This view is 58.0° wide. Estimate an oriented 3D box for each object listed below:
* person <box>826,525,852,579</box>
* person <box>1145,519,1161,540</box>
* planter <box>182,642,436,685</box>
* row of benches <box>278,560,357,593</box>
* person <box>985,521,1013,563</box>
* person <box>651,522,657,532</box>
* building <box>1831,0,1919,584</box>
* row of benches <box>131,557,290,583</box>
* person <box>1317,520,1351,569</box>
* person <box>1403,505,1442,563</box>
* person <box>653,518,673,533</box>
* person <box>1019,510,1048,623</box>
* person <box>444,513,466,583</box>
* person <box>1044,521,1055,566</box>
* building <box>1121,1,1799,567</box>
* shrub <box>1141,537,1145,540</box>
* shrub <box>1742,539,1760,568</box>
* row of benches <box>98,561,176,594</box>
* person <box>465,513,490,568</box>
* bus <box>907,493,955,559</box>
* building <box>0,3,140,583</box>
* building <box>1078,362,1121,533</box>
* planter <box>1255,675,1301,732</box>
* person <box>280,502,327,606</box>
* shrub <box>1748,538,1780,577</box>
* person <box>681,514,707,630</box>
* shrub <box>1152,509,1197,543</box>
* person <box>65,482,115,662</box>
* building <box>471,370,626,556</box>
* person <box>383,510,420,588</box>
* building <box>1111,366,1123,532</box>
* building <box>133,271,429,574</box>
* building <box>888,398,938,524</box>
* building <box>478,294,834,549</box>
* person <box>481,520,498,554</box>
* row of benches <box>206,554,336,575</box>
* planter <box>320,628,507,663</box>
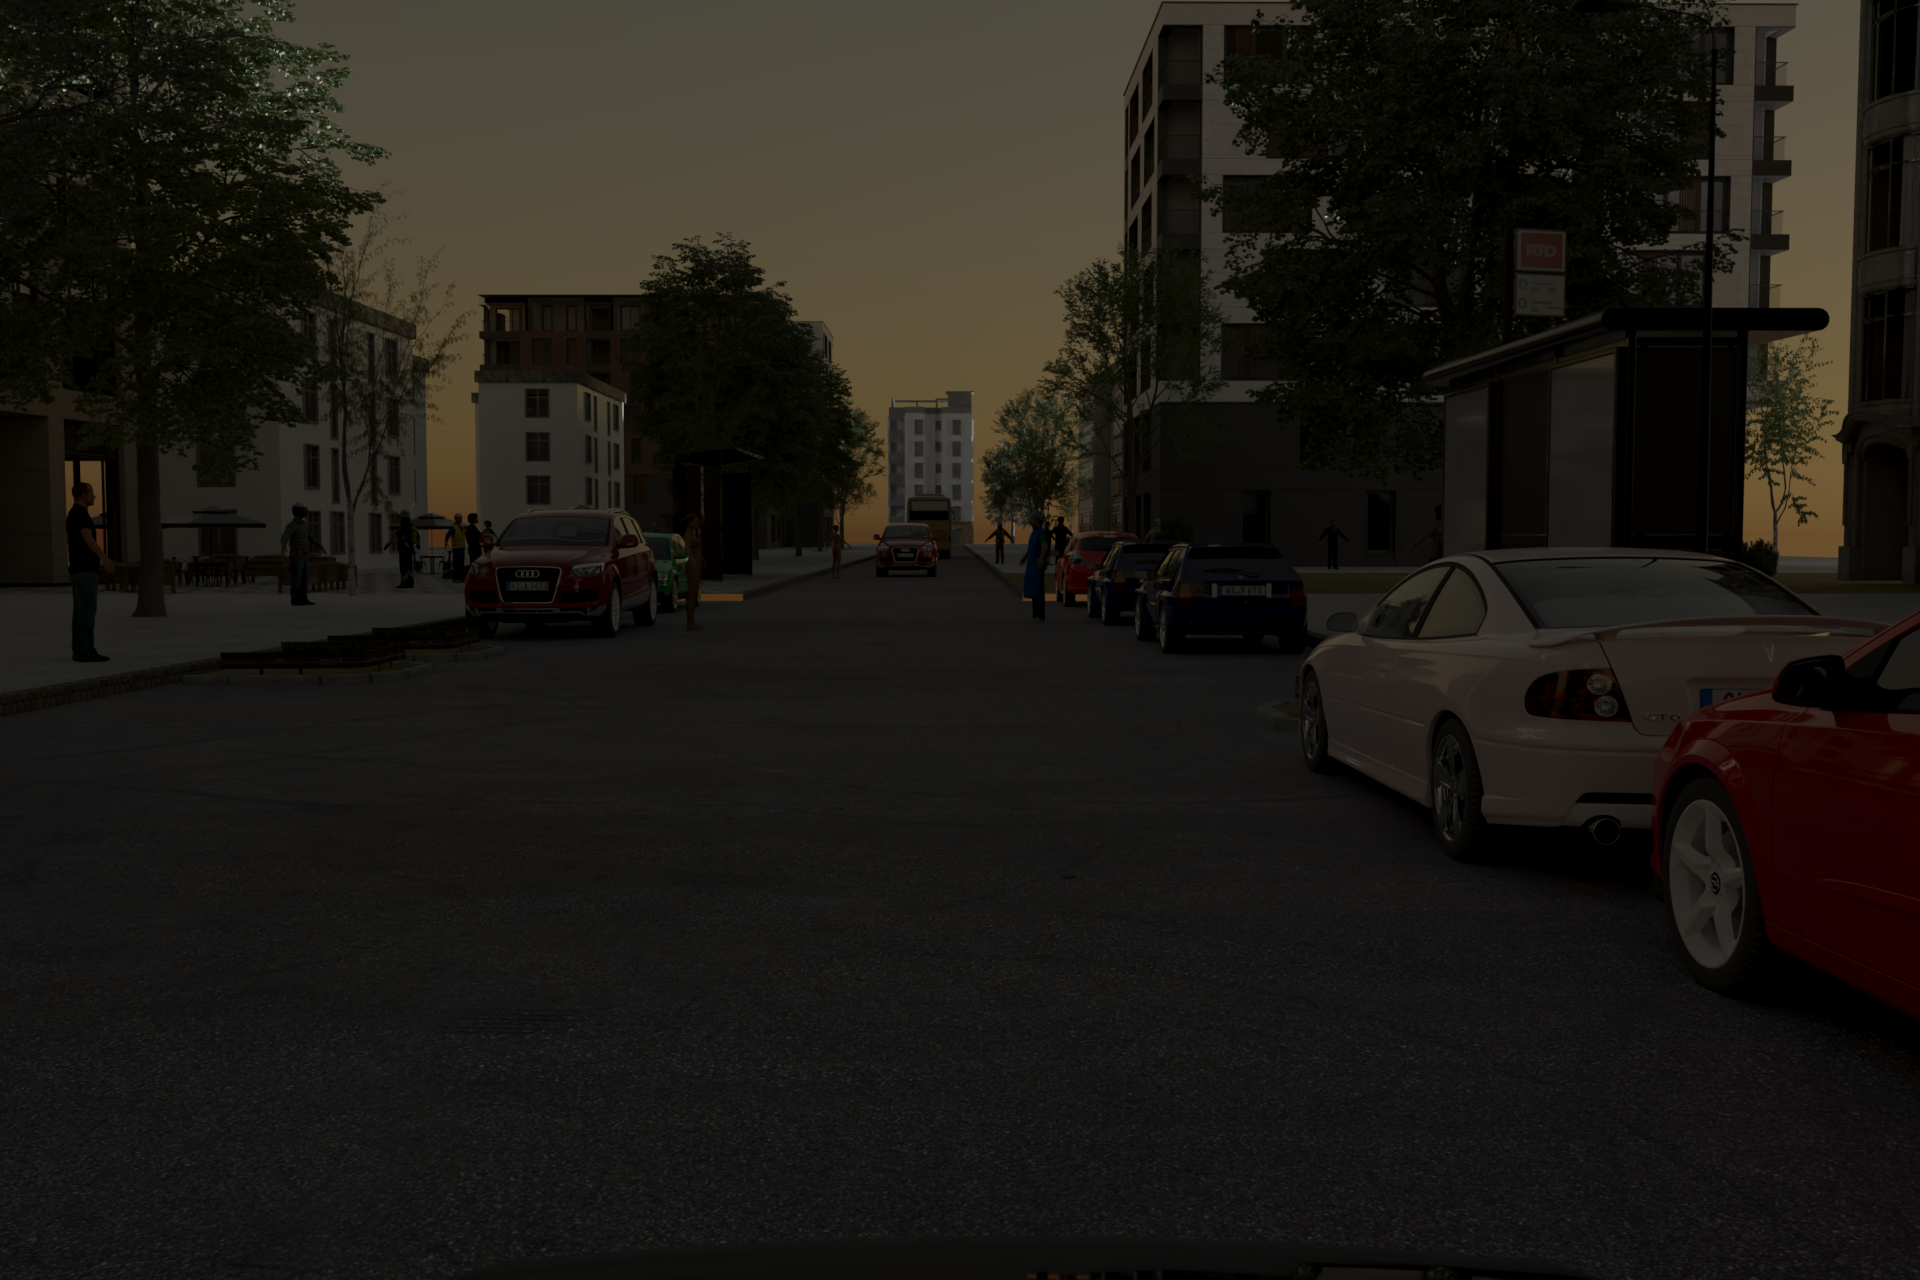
[{"bbox_3d":[-3.922,-2.851,55.873,0.721,1.733,1.217,-3,5,-44],"label":"person"},{"bbox_3d":[7.208,-3.504,63.143,1.347,1.847,0.705,-1,4,-22],"label":"person"},{"bbox_3d":[-6.418,0.226,17.437,1.991,0.319,1.994,0,4,-1],"label":"planter"},{"bbox_3d":[-14.584,-1.461,39.352,1.422,0.672,4.104,0,4,-4],"label":"row of benches"},{"bbox_3d":[1.732,-4.276,75.673,1.354,1.858,0.705,-2,4,-24],"label":"person"},{"bbox_3d":[-12.743,-4.003,71.910,1.216,1.772,0.721,2,4,29],"label":"person"},{"bbox_3d":[29.002,-12.878,27.201,14.369,24.946,33.146,0,4,0],"label":"building"},{"bbox_3d":[-19.539,-1.835,45.467,4.104,0.672,1.422,0,4,-1],"label":"row of benches"},{"bbox_3d":[13.538,-3.461,62.812,1.346,1.802,0.704,-1,4,-16],"label":"person"},{"bbox_3d":[7.495,-1.254,27.257,1.215,1.744,0.721,-2,4,-25],"label":"person"},{"bbox_3d":[-9.865,-3.137,57.419,1.348,1.813,0.705,-1,4,-17],"label":"person"},{"bbox_3d":[1.222,-1.193,28.084,0.704,1.817,1.347,-1,4,-11],"label":"person"},{"bbox_3d":[-13.150,-2.418,45.505,0.705,1.833,1.349,1,4,22],"label":"person"},{"bbox_3d":[3.598,-3.941,70.573,0.704,1.812,1.346,-1,4,-21],"label":"person"},{"bbox_3d":[21.507,-14.638,83.301,27.936,21.610,32.646,0,4,-1],"label":"building"},{"bbox_3d":[5.590,-2.529,52.468,1.383,1.207,1.383,0,3,0],"label":"shrub"},{"bbox_3d":[19.167,-1.934,42.733,1.383,1.207,1.383,0,3,0],"label":"shrub"},{"bbox_3d":[-18.393,-1.413,38.571,1.422,0.672,4.104,-3,5,-41],"label":"row of benches"},{"bbox_3d":[-10.438,-1.883,37.503,0.721,1.740,1.216,-2,4,-33],"label":"person"},{"bbox_3d":[-1.761,-6.897,104.305,2.896,3.916,12.252,0,3,0],"label":"bus"},{"bbox_3d":[-31.519,-13.774,28.406,19.350,26.588,34.151,0,4,0],"label":"building"},{"bbox_3d":[22.311,-21.316,179.437,19.493,23.208,18.063,0,4,-1],"label":"building"},{"bbox_3d":[3.300,0.487,13.174,1.991,0.319,1.994,0,3,0],"label":"planter"},{"bbox_3d":[-11.847,-1.547,31.131,0.704,1.849,1.345,1,4,11],"label":"person"},{"bbox_3d":[22.481,-2.293,48.608,1.383,1.207,1.383,0,3,0],"label":"shrub"},{"bbox_3d":[-3.948,-1.028,26.061,0.721,1.733,1.217,0,4,-2],"label":"person"},{"bbox_3d":[6.921,-3.132,55.250,1.661,2.075,1.752,0,3,0],"label":"shrub"},{"bbox_3d":[-8.795,-0.687,17.453,0.705,1.803,1.348,-3,4,-38],"label":"person"},{"bbox_3d":[-24.389,-9.839,103.013,9.099,9.664,28.070,0,4,-1],"label":"building"},{"bbox_3d":[-13.148,-2.155,41.015,0.705,1.856,1.354,1,4,17],"label":"person"},{"bbox_3d":[24.148,-20.133,160.111,19.493,23.208,18.063,0,4,0],"label":"building"},{"bbox_3d":[-26.296,-7.788,69.480,9.099,9.664,28.070,0,3,0],"label":"building"},{"bbox_3d":[-9.330,-22.865,232.715,11.380,20.090,16.016,0,4,-3],"label":"building"},{"bbox_3d":[-27.057,-19.585,164.182,27.936,21.610,32.646,0,3,0],"label":"building"},{"bbox_3d":[-18.915,-3.862,69.289,1.345,1.843,0.704,2,4,30],"label":"person"},{"bbox_3d":[-21.775,-2.390,54.539,4.104,0.672,1.422,0,4,3],"label":"row of benches"},{"bbox_3d":[-6.404,0.057,20.210,1.991,0.319,1.994,0,4,-1],"label":"planter"}]
